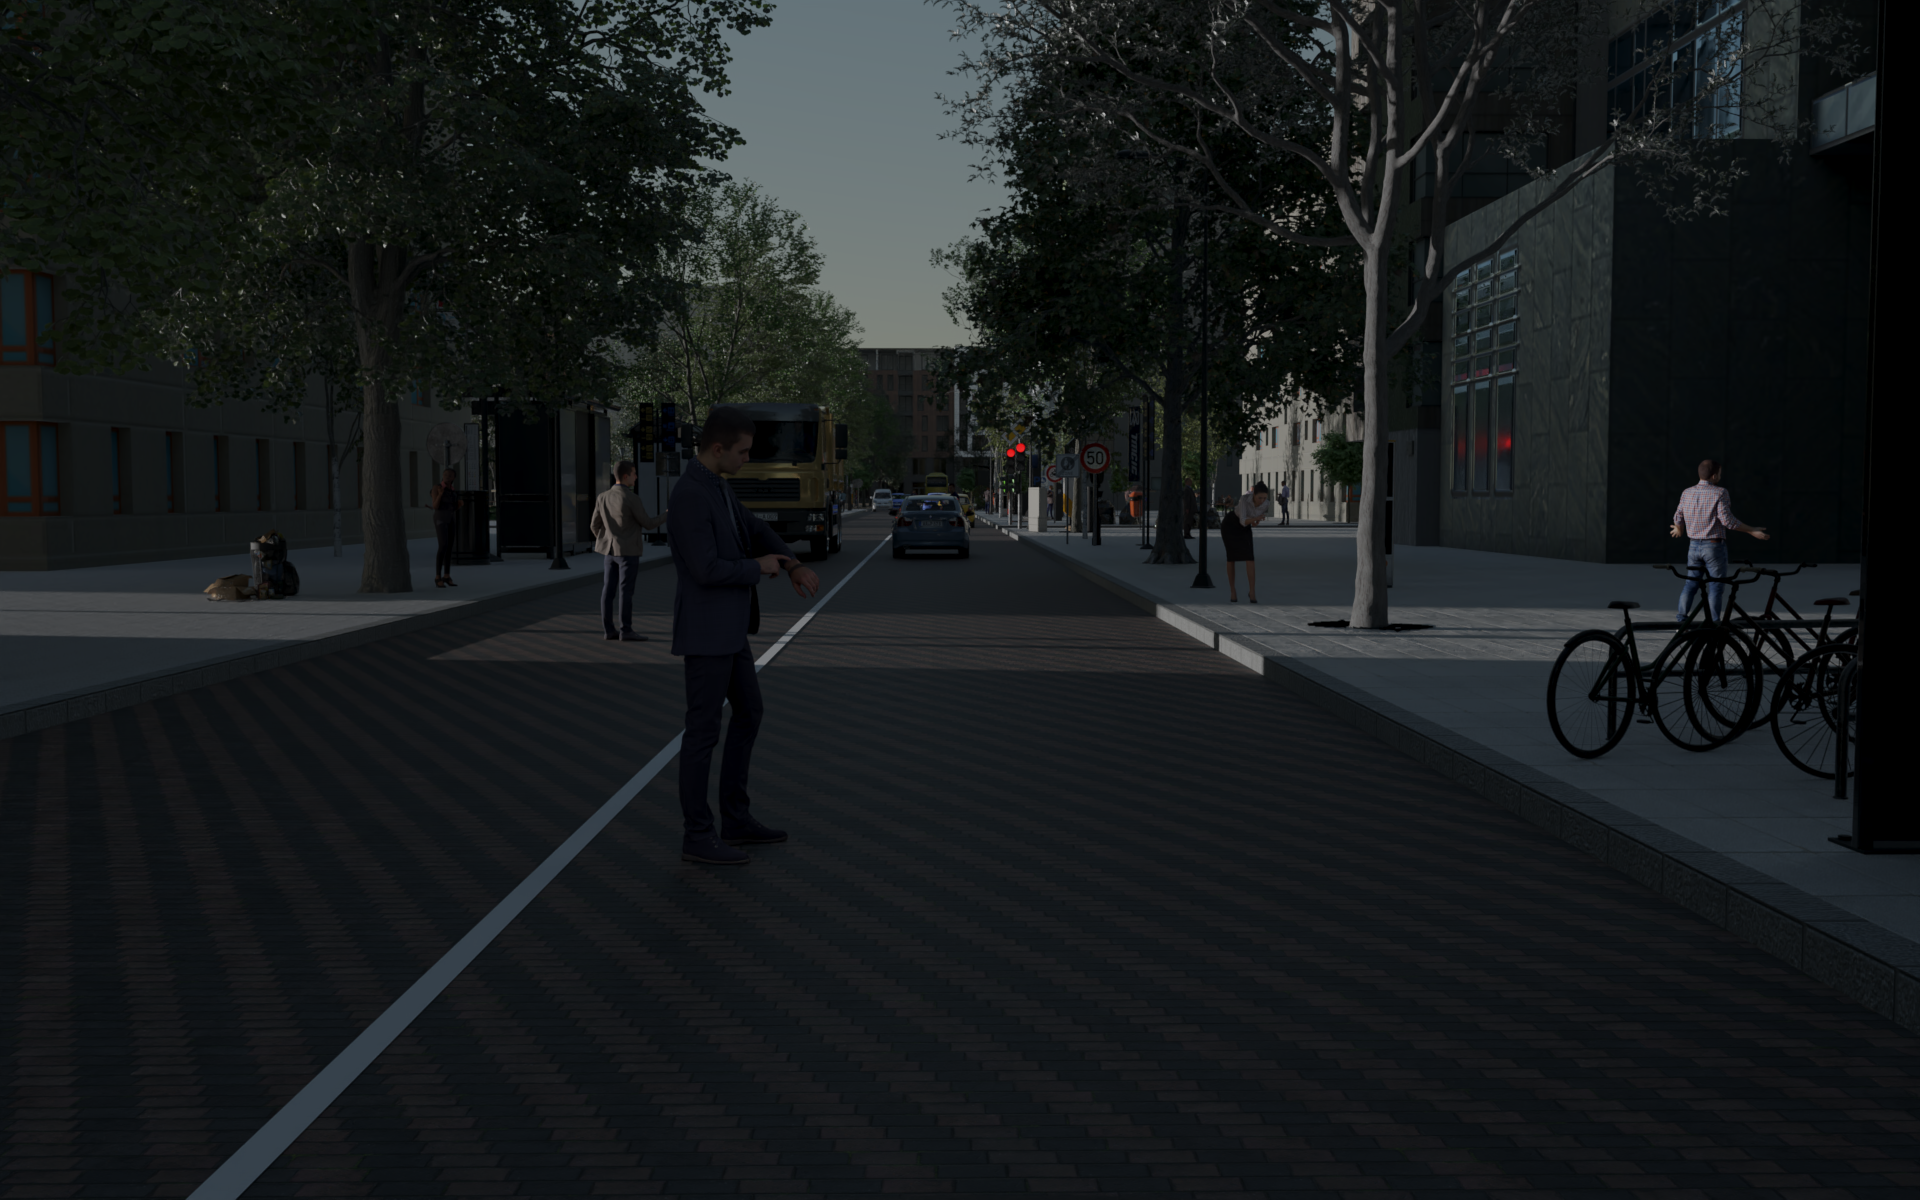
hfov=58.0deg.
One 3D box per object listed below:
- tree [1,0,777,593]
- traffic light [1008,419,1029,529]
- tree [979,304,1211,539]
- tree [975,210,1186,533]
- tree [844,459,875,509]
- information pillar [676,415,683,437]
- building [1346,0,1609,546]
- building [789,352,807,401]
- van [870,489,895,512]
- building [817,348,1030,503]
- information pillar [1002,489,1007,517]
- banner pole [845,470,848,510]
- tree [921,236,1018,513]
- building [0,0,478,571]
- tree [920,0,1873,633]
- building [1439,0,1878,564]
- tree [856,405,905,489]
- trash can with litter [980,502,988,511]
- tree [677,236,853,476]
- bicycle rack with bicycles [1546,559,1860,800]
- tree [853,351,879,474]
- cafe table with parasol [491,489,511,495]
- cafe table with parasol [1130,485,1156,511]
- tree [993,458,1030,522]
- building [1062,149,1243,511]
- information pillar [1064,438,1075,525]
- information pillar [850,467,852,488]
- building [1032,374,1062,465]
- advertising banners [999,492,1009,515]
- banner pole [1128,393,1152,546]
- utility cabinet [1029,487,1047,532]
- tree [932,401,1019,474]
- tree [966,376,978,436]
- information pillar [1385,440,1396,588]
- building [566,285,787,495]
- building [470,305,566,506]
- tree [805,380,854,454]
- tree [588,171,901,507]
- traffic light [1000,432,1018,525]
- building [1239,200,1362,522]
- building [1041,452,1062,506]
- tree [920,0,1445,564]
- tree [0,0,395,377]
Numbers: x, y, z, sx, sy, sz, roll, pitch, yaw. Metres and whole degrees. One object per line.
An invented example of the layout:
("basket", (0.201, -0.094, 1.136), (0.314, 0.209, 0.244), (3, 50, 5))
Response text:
("tree", (-7.419, -7.074, 22.322), (9.857, 13.997, 8.962), (0, 3, 0))
("traffic light", (2.204, -4.591, 63.982), (0.839, 4.253, 0.868), (0, 4, -1))
("tree", (3.751, -6.043, 49.170), (4.737, 8.622, 4.395), (0, 3, 0))
("tree", (4.029, -8.037, 57.163), (9.928, 11.665, 9.643), (0, 3, 0))
("tree", (-9.042, -10.384, 153.486), (4.285, 4.588, 4.351), (0, 3, 0))
("information pillar", (-8.273, -3.660, 51.193), (0.183, 3.616, 0.504), (1, 4, 11))
("building", (18.102, -16.933, 48.553), (14.160, 30.474, 14.107), (0, 4, -1))
("building", (-23.524, -21.479, 207.599), (11.380, 20.091, 16.016), (0, 4, -1))
("van", (-6.290, -8.203, 141.122), (2.013, 2.044, 4.112), (0, 4, -2))
("building", (-3.148, -25.006, 252.820), (32.646, 21.610, 27.936), (0, 4, -1))
("information pillar", (2.483, -5.692, 97.550), (0.304, 2.012, 0.304), (-1, 4, -21))
("banner pole", (-9.340, -9.356, 142.980), (0.401, 3.779, 0.863), (-1, 4, -18))
("tree", (3.421, -16.124, 119.519), (12.611, 20.169, 13.585), (0, 3, 0))
("building", (-29.830, -12.029, 41.712), (28.899, 21.520, 27.650), (0, 4, -1))
("tree", (4.064, -6.476, 16.258), (12.009, 13.543, 11.850), (0, 3, 0))
("building", (23.083, -43.526, 24.328), (22.319, 86.520, 31.000), (0, 4, -1))
("tree", (-9.839, -18.138, 213.570), (9.611, 12.733, 9.660), (0, 3, 0))
("trash can with litter", (1.913, -7.213, 128.985), (1.678, 1.210, 2.233), (0, 4, 0))
("tree", (-8.881, -9.651, 75.927), (7.486, 12.596, 7.792), (0, 3, 0))
("bicycle rack with bicycles", (4.238, 0.305, 8.397), (2.925, 0.926, 2.852), (-1, 4, -9))
("tree", (-9.039, -12.162, 116.979), (7.486, 12.596, 7.792), (0, 3, 0))
("cafe table with parasol", (-28.458, -6.412, 109.699), (2.610, 1.966, 2.610), (2, 4, 24))
("cafe table with parasol", (13.227, -7.558, 128.431), (2.610, 1.966, 2.610), (2, 4, 25))
("tree", (2.757, -5.172, 79.169), (1.663, 3.219, 1.824), (0, 3, 0))
("building", (15.156, -27.906, 139.857), (14.154, 41.232, 14.086), (0, 4, -1))
("information pillar", (4.499, -4.876, 71.069), (0.504, 3.616, 0.183), (-1, 4, -18))
("information pillar", (-9.053, -9.349, 144.215), (0.183, 3.616, 0.504), (-1, 4, -15))
("building", (16.751, -21.629, 210.057), (16.016, 20.091, 11.380), (0, 4, -1))
("advertising banners", (3.018, -6.697, 105.681), (0.090, 3.025, 2.074), (-2, 4, -33))
("banner pole", (4.459, -3.262, 43.347), (0.401, 3.779, 0.863), (-2, 4, -33))
("utility cabinet", (2.641, -3.049, 58.533), (0.318, 1.500, 1.173), (-1, 4, -15))
("tree", (1.496, -14.197, 166.526), (8.767, 10.594, 7.601), (0, 4, -6))
("tree", (2.439, -8.766, 93.690), (4.737, 8.622, 4.395), (0, 3, 0))
("information pillar", (5.715, -1.171, 23.644), (0.304, 2.012, 0.304), (-2, 4, -29))
("building", (-25.206, -18.117, 162.666), (16.747, 18.905, 31.486), (0, 4, -1))
("building", (-45.586, -21.803, 200.461), (32.646, 21.610, 27.936), (0, 4, -1))
("tree", (-8.865, -9.509, 105.830), (4.737, 8.622, 4.395), (0, 3, 0))
("tree", (-8.125, -7.895, 54.845), (9.928, 11.665, 9.643), (0, 3, 0))
("traffic light", (2.082, -5.079, 71.966), (0.839, 4.253, 0.868), (0, 4, -1))
("building", (31.854, -15.131, 92.436), (28.899, 21.520, 27.650), (0, 4, -1))
("building", (13.829, -15.152, 189.875), (9.099, 9.664, 28.070), (0, 4, -1))
("tree", (4.016, -7.017, 31.734), (9.611, 12.733, 9.660), (0, 3, 0))
("tree", (-7.346, -5.683, 11.046), (7.486, 12.596, 7.792), (0, 3, 0))
